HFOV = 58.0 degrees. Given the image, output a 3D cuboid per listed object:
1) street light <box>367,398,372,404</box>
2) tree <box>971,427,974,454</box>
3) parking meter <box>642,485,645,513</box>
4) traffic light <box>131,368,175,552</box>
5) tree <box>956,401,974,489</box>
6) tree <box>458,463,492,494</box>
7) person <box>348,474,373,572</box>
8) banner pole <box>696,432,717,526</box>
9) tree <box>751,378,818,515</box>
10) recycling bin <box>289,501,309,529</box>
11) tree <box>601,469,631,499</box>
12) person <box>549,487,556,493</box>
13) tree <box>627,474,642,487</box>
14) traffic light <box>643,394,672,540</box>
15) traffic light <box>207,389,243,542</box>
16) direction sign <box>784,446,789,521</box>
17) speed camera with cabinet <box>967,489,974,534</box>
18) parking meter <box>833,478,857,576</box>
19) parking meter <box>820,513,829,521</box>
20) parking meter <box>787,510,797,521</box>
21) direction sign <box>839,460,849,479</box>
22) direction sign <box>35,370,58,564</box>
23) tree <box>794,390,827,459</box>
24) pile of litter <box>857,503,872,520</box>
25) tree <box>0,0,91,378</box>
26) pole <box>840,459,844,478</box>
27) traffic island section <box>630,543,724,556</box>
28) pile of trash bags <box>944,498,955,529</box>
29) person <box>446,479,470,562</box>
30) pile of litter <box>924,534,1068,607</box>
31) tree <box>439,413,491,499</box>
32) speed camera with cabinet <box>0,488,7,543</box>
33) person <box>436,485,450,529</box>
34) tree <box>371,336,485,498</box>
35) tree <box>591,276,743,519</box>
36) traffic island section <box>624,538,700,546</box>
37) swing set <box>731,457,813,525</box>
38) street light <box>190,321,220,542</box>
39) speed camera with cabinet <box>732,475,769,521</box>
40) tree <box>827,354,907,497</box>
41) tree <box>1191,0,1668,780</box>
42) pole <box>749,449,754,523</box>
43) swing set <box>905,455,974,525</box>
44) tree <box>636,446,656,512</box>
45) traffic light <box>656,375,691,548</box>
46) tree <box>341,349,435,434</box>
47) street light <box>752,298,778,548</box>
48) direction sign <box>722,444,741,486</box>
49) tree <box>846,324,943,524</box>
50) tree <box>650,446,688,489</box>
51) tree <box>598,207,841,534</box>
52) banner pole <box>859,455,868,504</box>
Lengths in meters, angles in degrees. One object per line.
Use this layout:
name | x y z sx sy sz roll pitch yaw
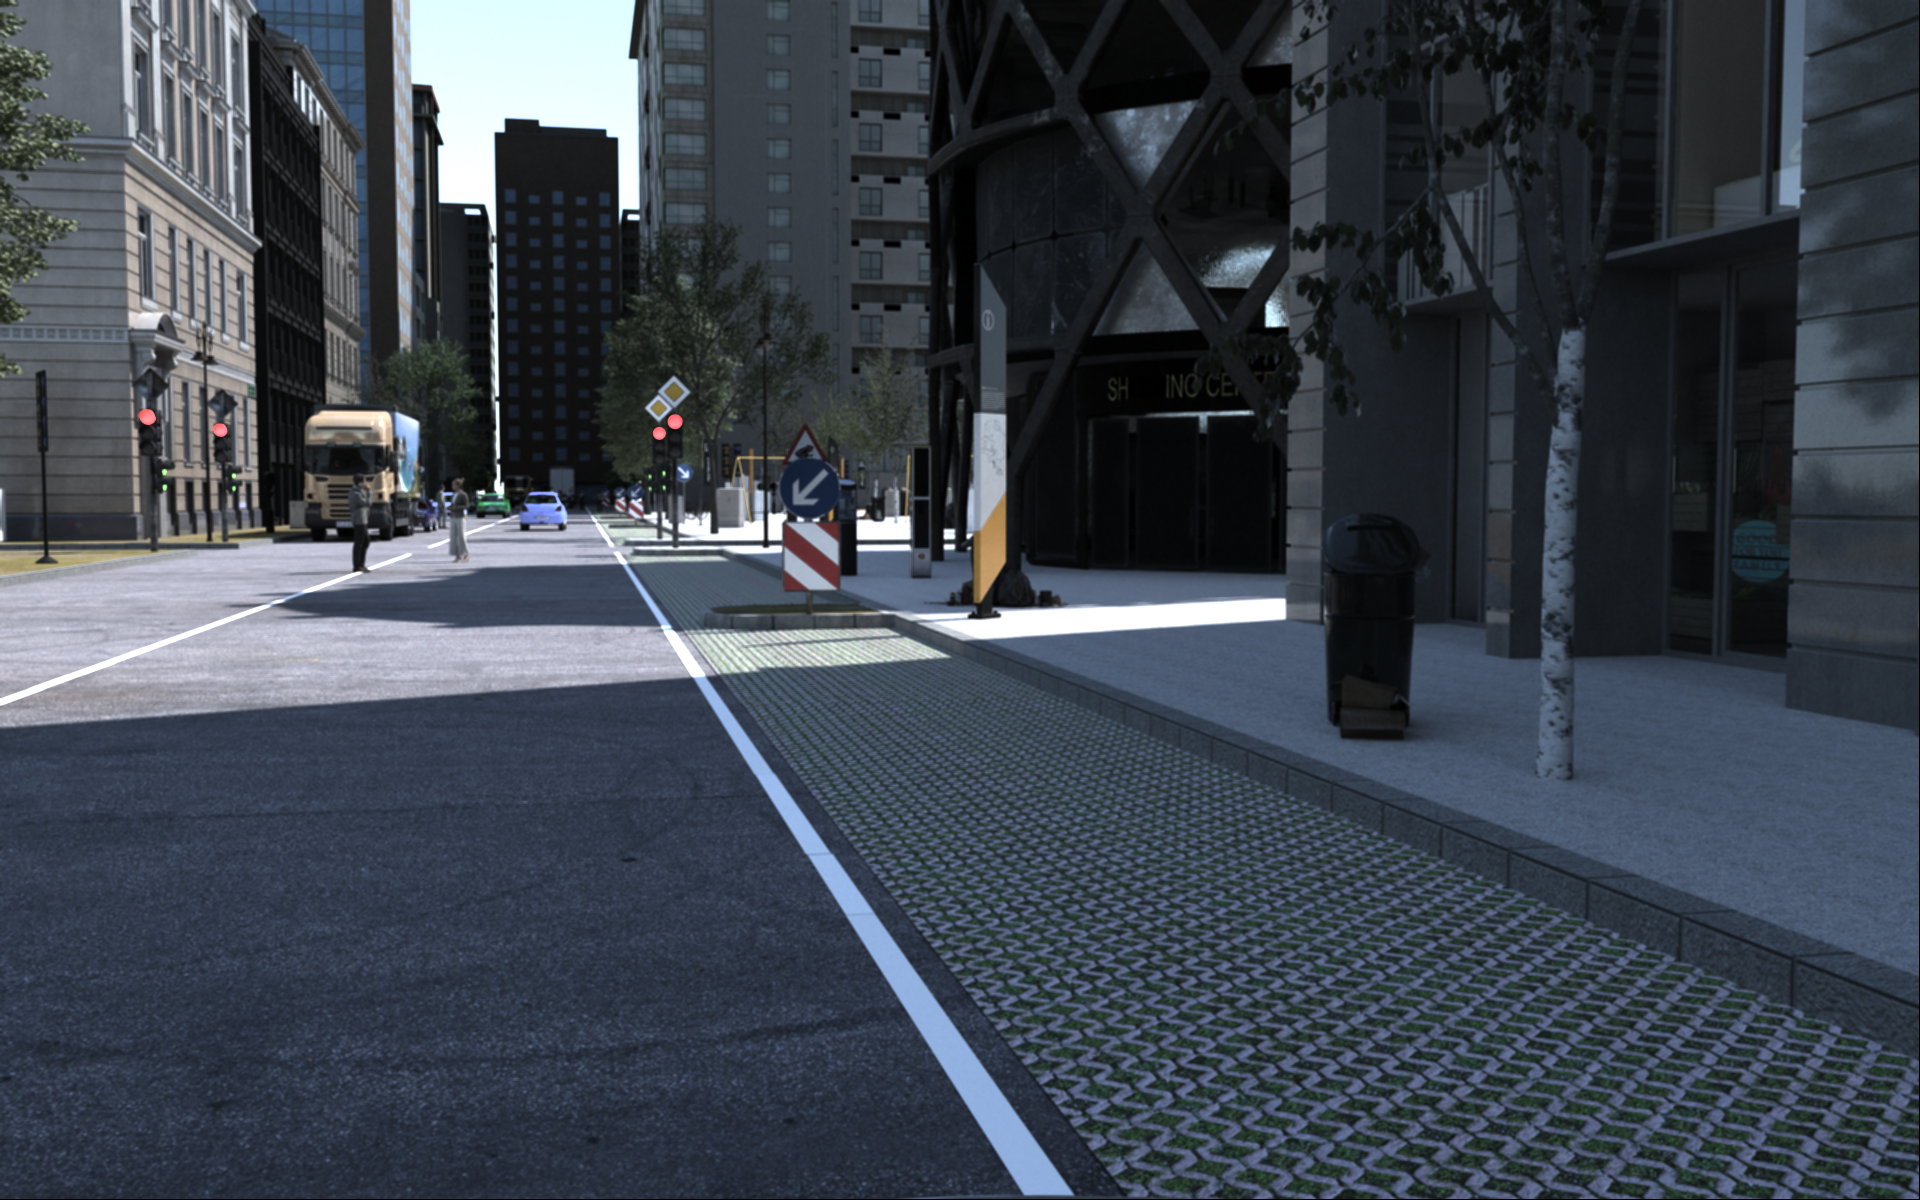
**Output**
street light | -28.421 -6.774 83.551 0.468 5.910 1.993 -1 4 -12
tree | 2.374 -9.792 110.458 4.737 8.622 4.395 0 3 0
parking meter | -20.860 -6.666 114.696 0.399 1.863 0.255 -3 5 -44
traffic light | -17.961 -3.035 38.540 0.839 4.253 0.868 -1 4 -12
tree | 0.882 -8.114 83.023 4.360 8.622 3.978 0 3 0
tree | -54.383 -12.936 195.210 4.285 4.588 4.351 0 3 0
person | -10.970 -1.410 31.736 0.473 1.802 0.592 -1 4 -12
banner pole | -10.286 -4.900 70.136 0.863 3.779 0.401 0 4 -3
tree | -10.476 -9.362 103.436 4.360 8.622 3.978 0 3 0
recycling bin | -24.164 -3.124 63.638 0.722 1.027 0.722 0 4 -3
tree | -39.317 -13.114 198.131 4.285 4.588 4.351 0 3 0
person | -26.390 -6.374 112.082 0.474 1.900 0.648 3 4 38
tree | -26.750 -9.110 143.553 1.663 3.219 1.824 0 3 0
traffic light | -8.497 -3.663 48.818 0.839 4.253 0.868 -1 4 -12
traffic light | -19.685 -3.512 46.337 0.839 4.253 0.868 -1 4 -12
direction sign | -8.112 -5.472 81.458 0.379 3.537 0.876 0 4 5
speed camera with cabinet | 0.740 -3.823 56.836 0.660 3.252 2.038 1 4 14
parking meter | -1.811 -1.156 27.305 0.372 1.533 0.369 0 3 0
parking meter | -6.006 -4.371 77.177 0.399 1.863 0.255 -3 5 -43
parking meter | -6.165 -3.376 63.608 0.372 1.533 0.369 0 3 0
direction sign | -7.843 -7.644 116.980 0.876 3.537 0.379 3 4 38
direction sign | -16.934 -2.447 32.006 0.379 3.537 0.876 -3 4 -37
tree | -9.348 -10.378 120.049 4.737 8.622 4.395 0 3 0
pile of litter | -4.679 -4.414 86.126 1.176 0.858 1.719 -1 4 -15
tree | -15.627 -6.429 23.240 7.486 12.596 7.792 0 3 0
pole | -6.772 -6.458 99.439 0.158 3.312 0.155 0 3 0
traffic island section | -6.731 -1.154 41.143 2.009 0.180 2.903 -1 4 -12
pile of trash bags | 0.756 -3.341 64.374 3.447 1.369 1.912 -1 4 -16
person | -10.602 -1.678 36.477 0.519 1.759 0.362 2 4 32
pile of litter | 0.411 -0.376 20.109 1.719 0.858 1.176 3 5 43
tree | -46.875 -13.123 164.925 4.737 8.622 4.395 0 3 0
speed camera with cabinet | -25.533 -3.108 45.145 0.660 3.252 2.038 -1 4 -13
person | -21.457 -3.860 71.707 0.635 1.810 0.391 3 5 44
tree | -35.099 -11.496 113.718 9.928 11.665 9.643 0 3 0
tree | -14.613 -10.467 89.265 7.486 12.596 7.792 0 3 0
traffic island section | -8.455 -1.631 48.941 2.009 0.180 2.903 -1 4 -12
swing set | -8.242 -4.650 73.654 3.119 2.851 2.862 -2 4 -29
street light | -20.209 -4.507 46.473 0.468 5.910 1.993 -1 4 -12
speed camera with cabinet | -10.125 -5.420 82.958 0.660 3.252 2.038 -3 5 -39
tree | -4.531 -8.630 91.466 4.737 8.622 4.395 0 3 0
tree | 2.631 -3.513 7.808 4.360 8.622 3.978 0 3 0
pole | -9.356 -5.126 77.650 0.158 3.312 0.155 0 3 0
swing set | -0.544 -4.425 69.971 3.119 2.851 2.862 0 4 -7
tree | -22.199 -10.651 124.514 4.360 8.622 3.978 0 3 0
traffic light | -6.773 -3.187 41.020 0.839 4.253 0.868 -1 4 -12
tree | -29.117 -8.413 87.908 4.360 8.622 3.978 0 3 0
street light | -4.624 -4.179 41.122 0.468 5.910 1.993 -1 4 -12
direction sign | -10.280 -5.258 77.973 0.876 3.537 0.379 0 4 -1
tree | -2.784 -7.589 74.447 4.360 8.622 3.978 0 3 0
tree | -20.412 -10.286 118.546 4.737 8.622 4.395 0 3 0
tree | -7.832 -7.420 55.737 8.767 10.594 7.601 0 4 6
banner pole | -6.099 -7.370 110.510 0.863 3.779 0.401 1 4 18
